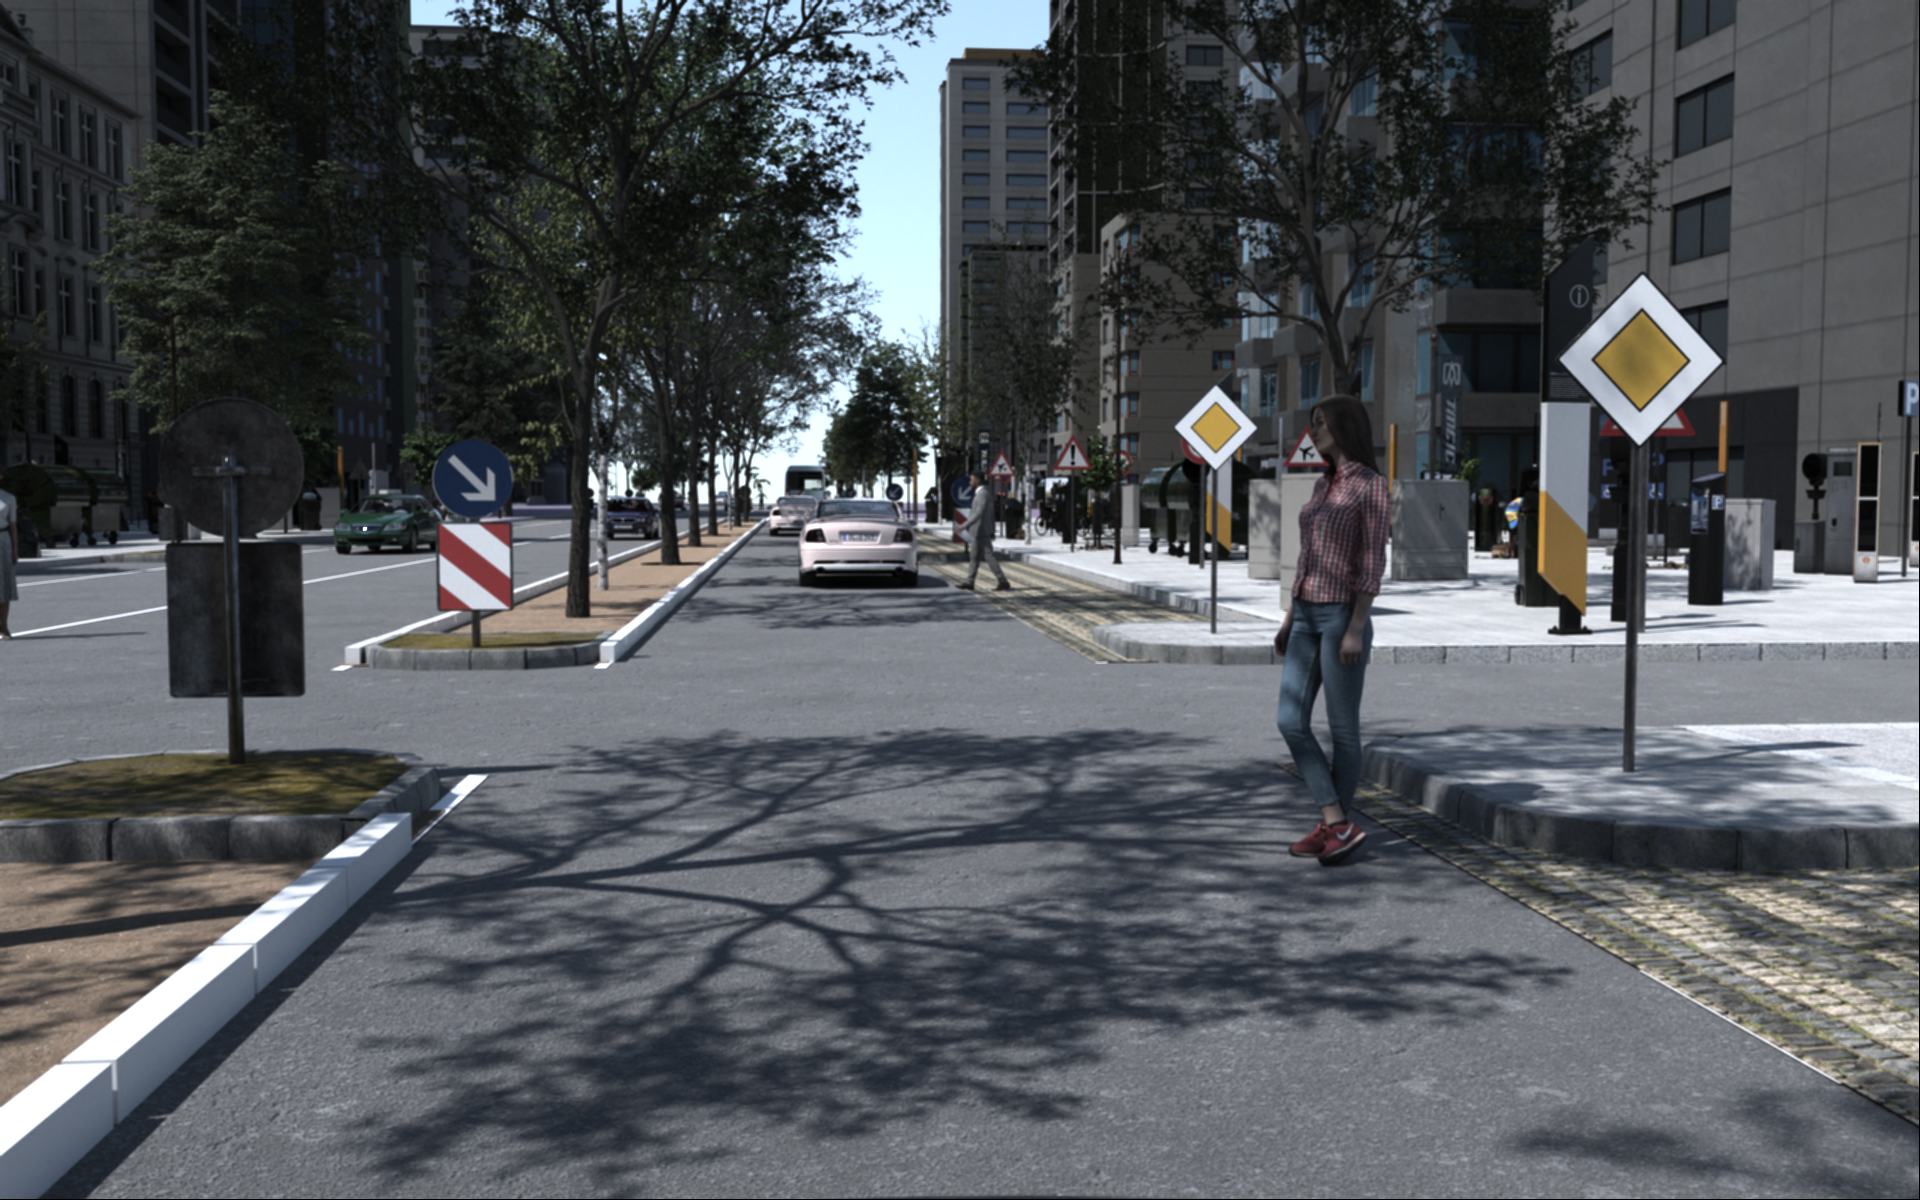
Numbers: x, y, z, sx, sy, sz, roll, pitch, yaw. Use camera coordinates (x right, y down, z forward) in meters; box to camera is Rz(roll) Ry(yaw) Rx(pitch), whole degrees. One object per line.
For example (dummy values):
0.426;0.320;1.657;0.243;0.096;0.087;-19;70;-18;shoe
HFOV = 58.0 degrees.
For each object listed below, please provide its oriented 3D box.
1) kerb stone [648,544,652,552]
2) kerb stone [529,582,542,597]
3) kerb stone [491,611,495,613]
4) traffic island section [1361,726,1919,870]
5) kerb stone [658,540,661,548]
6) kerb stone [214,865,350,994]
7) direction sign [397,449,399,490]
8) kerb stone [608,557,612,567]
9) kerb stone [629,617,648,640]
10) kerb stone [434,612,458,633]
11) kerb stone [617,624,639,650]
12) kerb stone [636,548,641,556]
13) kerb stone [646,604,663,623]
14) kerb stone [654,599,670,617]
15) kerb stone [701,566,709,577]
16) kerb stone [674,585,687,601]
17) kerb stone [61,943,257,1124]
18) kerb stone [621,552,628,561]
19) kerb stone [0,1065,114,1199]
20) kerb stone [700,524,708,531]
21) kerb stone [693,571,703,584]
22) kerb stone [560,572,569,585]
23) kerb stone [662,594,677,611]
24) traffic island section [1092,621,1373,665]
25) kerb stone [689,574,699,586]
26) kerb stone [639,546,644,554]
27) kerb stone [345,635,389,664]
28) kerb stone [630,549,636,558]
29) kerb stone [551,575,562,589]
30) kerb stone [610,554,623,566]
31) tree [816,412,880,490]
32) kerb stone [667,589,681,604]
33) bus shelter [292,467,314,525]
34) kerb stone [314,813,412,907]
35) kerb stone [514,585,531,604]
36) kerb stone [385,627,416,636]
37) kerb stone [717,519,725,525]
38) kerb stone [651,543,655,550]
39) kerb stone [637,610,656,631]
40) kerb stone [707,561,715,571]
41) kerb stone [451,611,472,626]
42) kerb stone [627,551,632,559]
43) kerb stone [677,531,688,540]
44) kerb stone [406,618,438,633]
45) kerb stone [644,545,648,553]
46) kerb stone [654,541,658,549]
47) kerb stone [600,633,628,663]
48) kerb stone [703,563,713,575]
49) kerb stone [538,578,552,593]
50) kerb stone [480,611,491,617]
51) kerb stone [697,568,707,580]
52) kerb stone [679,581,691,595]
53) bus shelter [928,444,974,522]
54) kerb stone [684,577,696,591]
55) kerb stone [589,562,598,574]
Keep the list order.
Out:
-7.732;-1.242;42.564;0.120;0.150;1.000;0;4;-5;kerb stone
-6.007;-0.120;24.191;0.120;0.150;1.000;0;4;-5;kerb stone
-5.712;0.066;21.123;0.120;0.150;1.000;0;4;-5;kerb stone
3.107;0.873;8.012;2.009;0.180;2.903;0;4;-5;traffic island section
-8.040;-1.430;45.622;0.120;0.150;1.000;0;4;-5;kerb stone
-2.119;1.024;5.449;0.120;0.150;1.000;0;4;-5;kerb stone
-28.376;-5.838;87.447;0.379;3.537;0.876;-1;4;-16;direction sign
-6.871;-0.684;33.382;0.120;0.150;1.000;0;4;-5;kerb stone
-3.234;0.304;17.249;0.120;0.150;1.000;0;4;-5;kerb stone
-5.419;0.258;18.042;0.120;0.150;1.000;0;4;-5;kerb stone
-3.139;0.365;16.228;0.120;0.150;1.000;0;4;-5;kerb stone
-7.450;-1.058;39.495;0.120;0.150;1.000;0;4;-5;kerb stone
-3.433;0.177;19.294;0.120;0.150;1.000;0;4;-5;kerb stone
-3.527;0.119;20.312;0.120;0.150;1.000;0;4;-5;kerb stone
-4.395;-0.444;29.478;0.120;0.150;1.000;0;4;-5;kerb stone
-3.813;-0.072;23.368;0.120;0.150;1.000;0;4;-5;kerb stone
-2.021;1.087;4.426;0.120;0.150;1.000;0;4;-5;kerb stone
-7.158;-0.869;36.435;0.120;0.150;1.000;0;4;-5;kerb stone
-1.924;1.150;3.404;0.120;0.150;1.000;0;4;-5;kerb stone
-10.345;-2.930;70.104;0.120;0.150;1.000;0;4;-5;kerb stone
-4.202;-0.321;27.443;0.120;0.150;1.000;0;4;-5;kerb stone
-6.294;-0.308;27.254;0.120;0.150;1.000;0;4;-5;kerb stone
-3.616;0.057;21.334;0.120;0.150;1.000;0;4;-5;kerb stone
2.354;0.386;15.962;2.009;0.180;2.903;0;4;-5;traffic island section
-4.106;-0.259;26.425;0.120;0.150;1.000;0;4;-5;kerb stone
-7.547;-1.120;40.515;0.120;0.150;1.000;0;4;-5;kerb stone
-5.127;0.441;14.980;0.120;0.150;1.000;0;4;-5;kerb stone
-7.352;-0.996;38.478;0.120;0.150;1.000;0;4;-5;kerb stone
-6.195;-0.247;26.237;0.120;0.150;1.000;0;4;-5;kerb stone
-7.065;-0.809;35.417;0.120;0.150;1.000;0;4;-5;kerb stone
-15.595;-19.754;239.981;9.611;12.733;9.660;0;3;0;tree
-3.724;-0.009;22.350;0.120;0.150;1.000;0;4;-5;kerb stone
-26.089;-4.589;66.311;1.731;3.624;6.357;0;4;-5;bus shelter
-2.219;0.962;6.466;0.120;0.150;1.000;0;4;-5;kerb stone
-5.913;-0.059;23.164;0.120;0.150;1.000;0;4;-5;kerb stone
-5.221;0.384;16.002;0.120;0.150;1.000;0;4;-5;kerb stone
-11.793;-3.865;85.393;0.120;0.150;1.000;0;4;-5;kerb stone
-7.831;-1.306;43.581;0.120;0.150;1.000;0;4;-5;kerb stone
-3.331;0.240;18.270;0.120;0.150;1.000;0;4;-5;kerb stone
-4.586;-0.571;31.524;0.120;0.150;1.000;0;4;-5;kerb stone
-5.515;0.191;19.073;0.120;0.150;1.000;0;4;-5;kerb stone
-7.259;-0.933;37.452;0.120;0.150;1.000;0;4;-5;kerb stone
-9.099;-2.120;56.855;0.120;0.150;1.000;0;4;-5;kerb stone
-5.325;0.316;17.024;0.120;0.150;1.000;0;4;-5;kerb stone
-7.645;-1.178;41.533;0.120;0.150;1.000;0;4;-5;kerb stone
-7.933;-1.368;44.605;0.120;0.150;1.000;0;4;-5;kerb stone
-3.044;0.428;15.202;0.120;0.150;1.000;0;4;-5;kerb stone
-4.485;-0.505;30.496;0.120;0.150;1.000;0;4;-5;kerb stone
-6.105;-0.185;25.219;0.120;0.150;1.000;0;4;-5;kerb stone
-5.617;0.128;20.098;0.120;0.150;1.000;0;4;-5;kerb stone
-4.292;-0.383;28.461;0.120;0.150;1.000;0;4;-5;kerb stone
-3.909;-0.134;24.385;0.120;0.150;1.000;0;4;-5;kerb stone
-0.428;-5.601;82.864;1.731;3.624;6.357;0;4;-6;bus shelter
-4.004;-0.196;25.403;0.120;0.150;1.000;0;4;-5;kerb stone
-6.773;-0.622;32.363;0.120;0.150;1.000;0;4;-5;kerb stone
